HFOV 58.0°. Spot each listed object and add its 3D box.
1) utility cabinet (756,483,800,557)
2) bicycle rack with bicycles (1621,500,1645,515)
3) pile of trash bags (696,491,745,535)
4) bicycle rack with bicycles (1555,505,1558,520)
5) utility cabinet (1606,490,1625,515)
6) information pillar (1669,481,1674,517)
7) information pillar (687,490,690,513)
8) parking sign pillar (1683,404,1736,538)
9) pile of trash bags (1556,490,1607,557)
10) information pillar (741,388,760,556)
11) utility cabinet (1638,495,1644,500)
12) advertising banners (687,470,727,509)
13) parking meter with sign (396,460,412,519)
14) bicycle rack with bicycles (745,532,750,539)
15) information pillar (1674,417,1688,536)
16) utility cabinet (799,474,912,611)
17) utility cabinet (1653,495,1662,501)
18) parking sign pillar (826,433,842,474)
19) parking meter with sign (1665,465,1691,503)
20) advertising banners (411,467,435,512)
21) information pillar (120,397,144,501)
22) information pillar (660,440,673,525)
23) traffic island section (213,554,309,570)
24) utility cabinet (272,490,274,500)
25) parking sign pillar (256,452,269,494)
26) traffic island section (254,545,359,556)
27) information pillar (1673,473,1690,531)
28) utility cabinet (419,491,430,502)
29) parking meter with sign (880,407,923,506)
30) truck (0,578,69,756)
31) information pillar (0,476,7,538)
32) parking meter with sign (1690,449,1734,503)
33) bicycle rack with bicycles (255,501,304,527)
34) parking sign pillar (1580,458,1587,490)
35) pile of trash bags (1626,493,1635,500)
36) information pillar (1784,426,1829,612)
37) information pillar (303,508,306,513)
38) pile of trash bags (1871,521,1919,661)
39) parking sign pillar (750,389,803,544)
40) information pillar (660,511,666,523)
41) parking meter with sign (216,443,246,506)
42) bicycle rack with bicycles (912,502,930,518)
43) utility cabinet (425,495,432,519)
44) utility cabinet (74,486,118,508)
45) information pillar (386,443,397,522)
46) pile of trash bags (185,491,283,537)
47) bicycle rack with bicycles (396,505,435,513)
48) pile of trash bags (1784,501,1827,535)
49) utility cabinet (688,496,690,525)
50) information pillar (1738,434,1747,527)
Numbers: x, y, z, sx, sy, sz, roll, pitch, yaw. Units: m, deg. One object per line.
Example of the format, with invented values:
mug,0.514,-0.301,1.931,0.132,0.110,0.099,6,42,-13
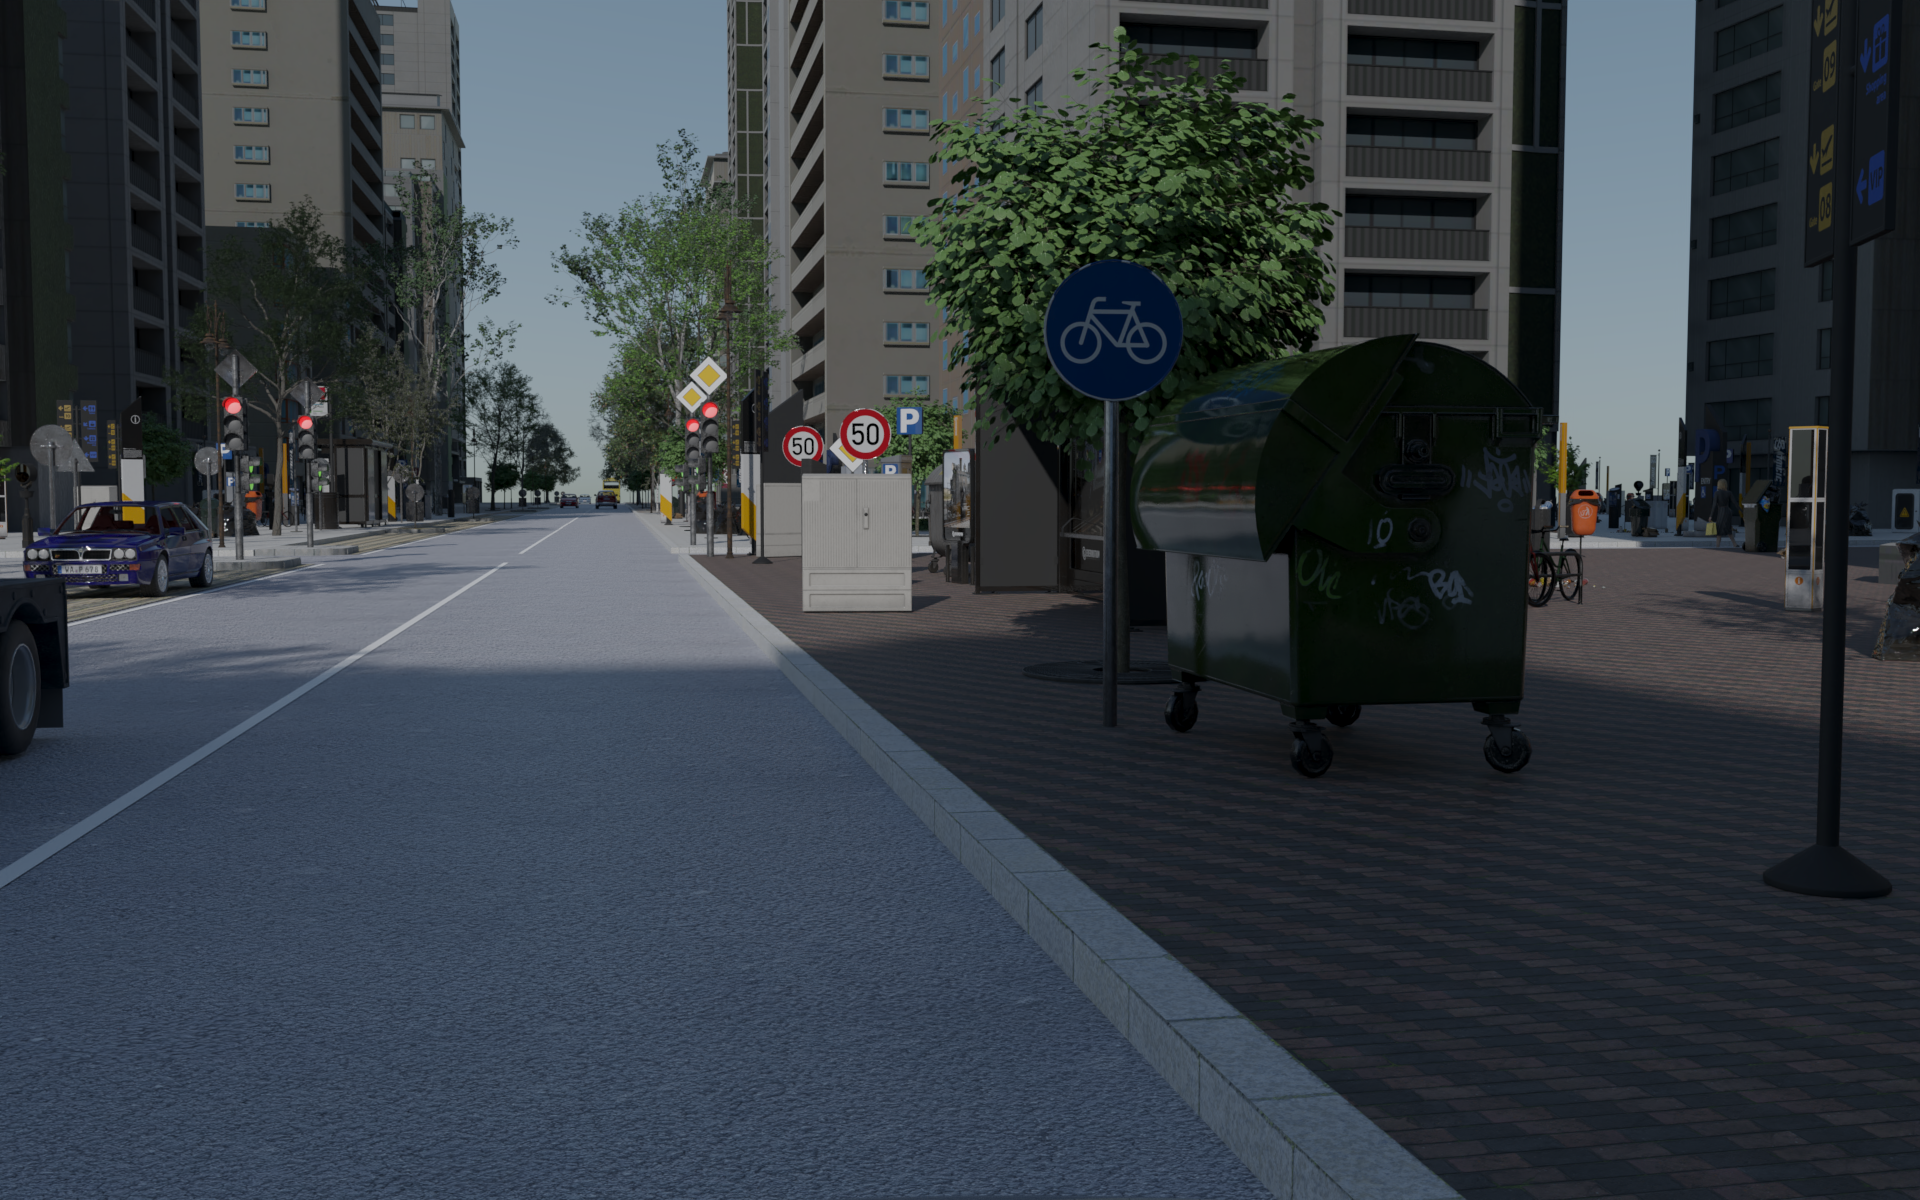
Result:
utility cabinet,-3.592,-1.623,35.215,1.173,1.500,0.318,-3,5,-44
bicycle rack with bicycles,41.426,-5.556,104.226,2.925,0.926,2.852,2,4,30
pile of trash bags,-7.848,-2.855,56.432,1.912,1.369,3.447,-2,4,-30
bicycle rack with bicycles,27.977,-4.062,79.793,2.852,0.926,2.925,3,5,40
utility cabinet,40.388,-5.995,106.699,1.173,1.500,0.318,-1,4,-23
information pillar,39.117,-5.534,94.966,0.304,2.012,0.304,-1,4,-21
information pillar,-18.442,-6.938,117.925,0.304,2.012,0.304,-2,4,-27
parking sign pillar,22.316,-3.854,51.483,1.447,3.967,1.447,0,4,2
pile of trash bags,11.238,-1.562,35.295,3.447,1.369,1.912,1,4,9
information pillar,-4.337,-2.740,36.156,0.504,3.616,0.183,-3,5,-40
utility cabinet,34.511,-4.685,87.756,0.306,1.237,1.020,1,4,22
advertising banners,-11.316,-5.035,78.507,2.074,3.025,0.090,0,4,2
parking meter with sign,-28.362,-5.658,88.765,0.543,3.016,1.738,0,4,-4
bicycle rack with bicycles,-4.427,-2.151,48.546,2.852,0.926,2.925,-2,4,-30
information pillar,21.953,-3.751,52.683,0.183,3.616,0.504,0,4,1
utility cabinet,-1.115,-0.617,18.771,1.173,1.500,0.318,0,4,-3
utility cabinet,41.029,-5.511,101.260,1.020,1.237,0.306,1,4,13
parking sign pillar,-5.479,-5.339,75.770,1.447,3.967,1.447,-1,4,-16
parking meter with sign,48.167,-7.327,116.060,0.543,3.016,1.738,-3,5,-40
advertising banners,-35.051,-7.196,113.839,2.074,3.025,0.090,0,4,5
information pillar,-19.834,-3.069,41.539,0.183,3.616,0.504,3,5,45
information pillar,-12.074,-4.884,71.205,0.504,3.616,0.183,0,4,5
traffic island section,-14.066,-0.703,33.780,2.009,0.180,2.903,-1,4,-11
utility cabinet,-40.341,-5.655,101.142,0.318,1.500,1.173,-2,4,-31
parking sign pillar,-42.650,-7.175,105.789,1.447,3.967,1.447,0,4,6
traffic island section,-15.625,-1.182,41.612,2.009,0.180,2.903,-1,4,-11
information pillar,25.180,-3.415,60.330,0.304,2.012,0.304,-2,4,-27
utility cabinet,-33.685,-6.088,108.215,0.318,1.500,1.173,3,4,39
parking meter with sign,-1.271,-2.308,33.996,0.543,3.016,1.738,1,4,19
truck,-4.344,-0.671,0.735,2.967,4.110,18.799,-1,4,-13
information pillar,-28.299,-2.848,51.061,0.304,2.012,0.304,-2,4,-34
parking meter with sign,28.892,-4.293,66.448,1.738,3.016,0.543,-2,4,-32
bicycle rack with bicycles,-27.489,-3.249,66.504,2.925,0.926,2.852,2,4,26
parking sign pillar,45.831,-8.539,128.083,1.447,3.967,1.447,3,5,45
pile of trash bags,44.905,-6.638,118.280,3.447,1.369,1.912,-2,4,-35
information pillar,9.245,-0.883,18.926,0.304,2.012,0.304,-3,5,-43
information pillar,-42.481,-6.599,112.384,0.304,2.012,0.304,-1,4,-17
pile of trash bags,8.680,-0.195,12.939,1.912,1.369,3.447,-3,5,-42
parking sign pillar,-4.678,-3.419,44.377,1.447,3.967,1.447,-2,4,-34
information pillar,-12.968,-4.380,76.100,0.304,2.012,0.304,1,4,16
parking meter with sign,-25.099,-3.904,60.092,0.543,3.016,1.738,0,4,3
bicycle rack with bicycles,-1.198,-4.162,81.433,2.852,0.926,2.925,-1,4,-11
utility cabinet,-27.089,-4.716,88.268,0.306,1.237,1.020,-1,4,-14
utility cabinet,-23.226,-2.316,46.546,1.173,1.500,0.318,1,4,17
information pillar,-26.214,-5.400,79.647,0.183,3.616,0.504,3,4,37
pile of trash bags,-22.573,-2.680,53.572,1.912,1.369,3.447,0,4,6
bicycle rack with bicycles,-33.335,-5.693,106.461,2.925,0.926,2.852,-3,4,-39
pile of trash bags,27.943,-2.889,56.980,3.447,1.369,1.912,1,4,15
utility cabinet,-10.982,-3.705,71.744,0.306,1.237,1.020,-2,4,-27
information pillar,30.596,-4.669,67.688,0.183,3.616,0.504,3,5,40
